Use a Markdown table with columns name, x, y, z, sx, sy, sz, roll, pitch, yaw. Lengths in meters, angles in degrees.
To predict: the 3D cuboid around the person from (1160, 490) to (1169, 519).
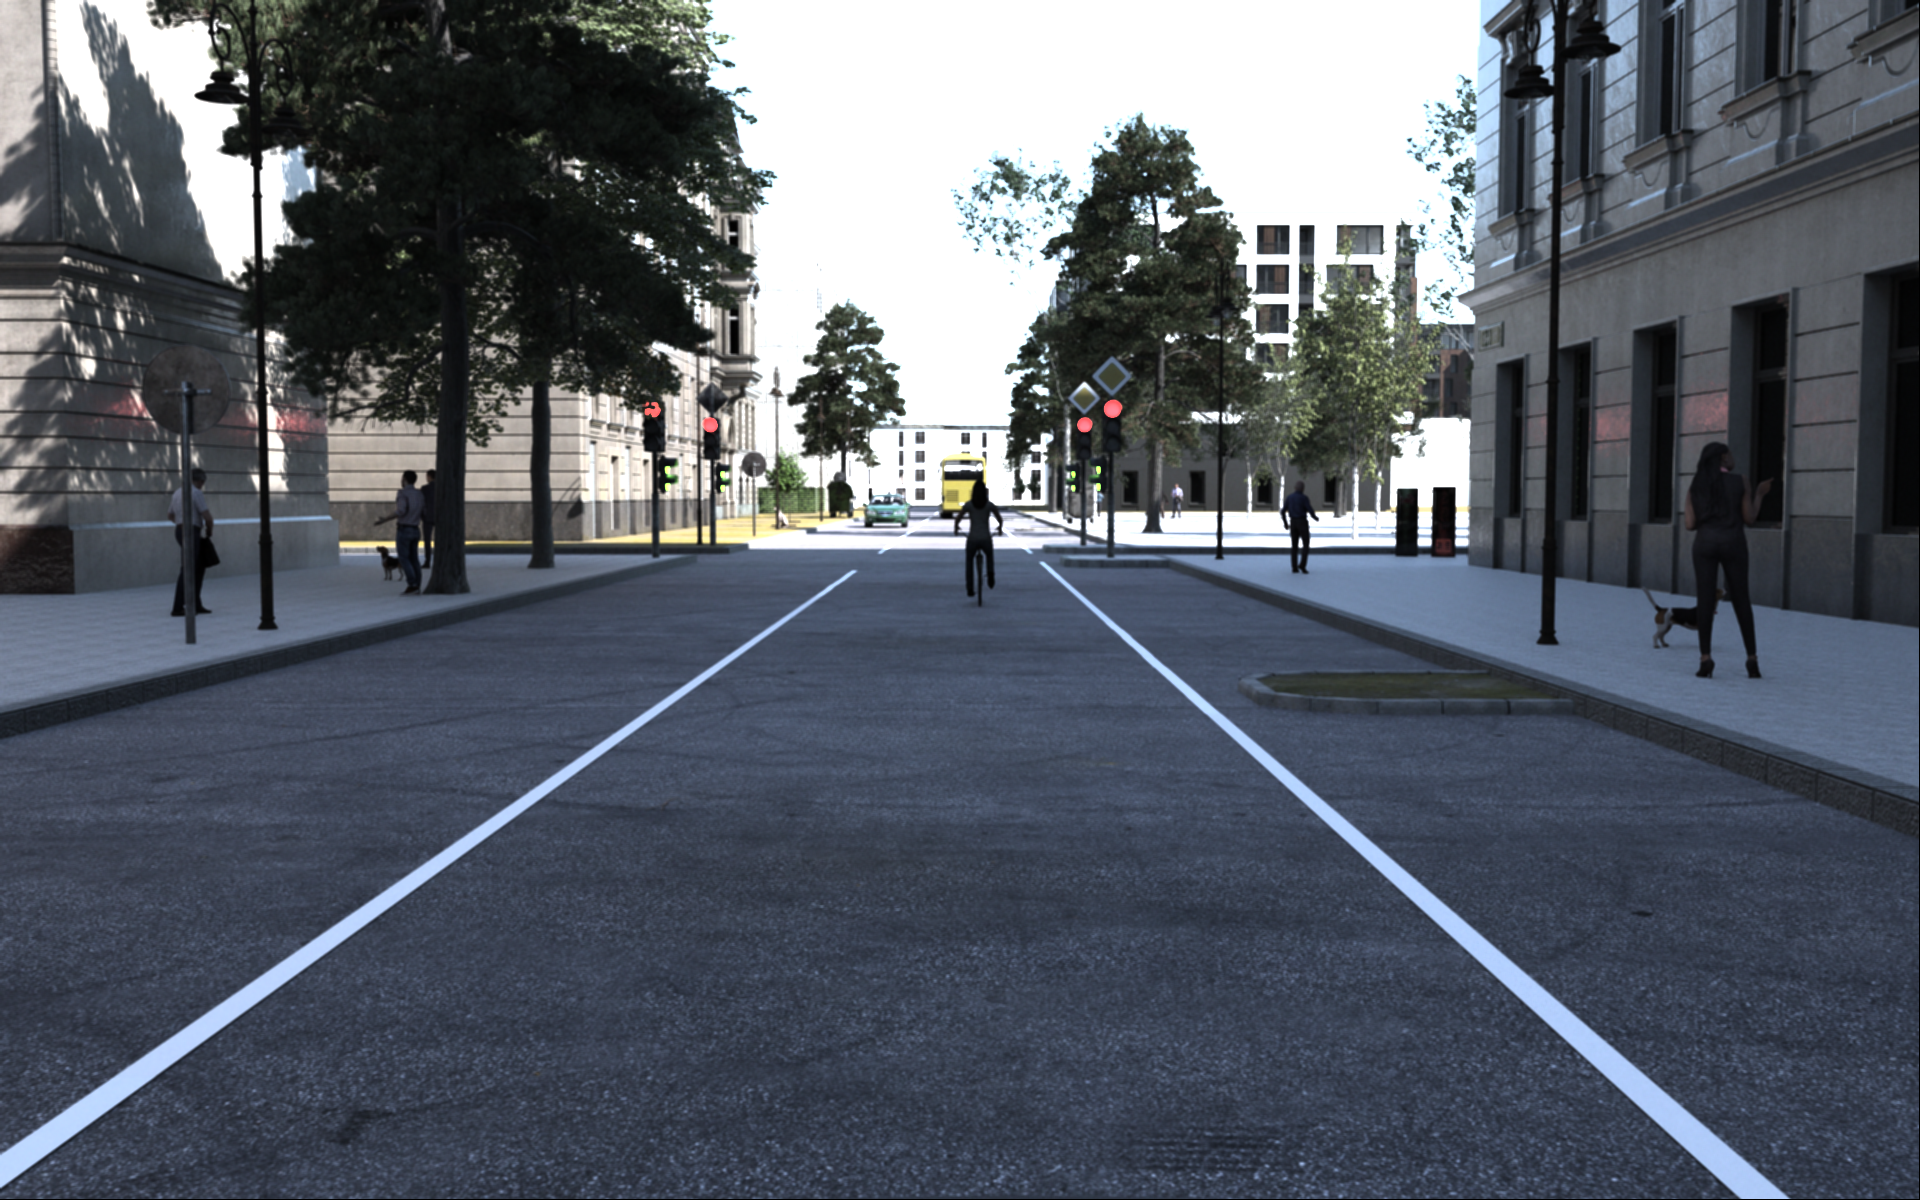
| name | x | y | z | sx | sy | sz | roll | pitch | yaw |
| --- | --- | --- | --- | --- | --- | --- | --- | --- | --- |
| person | 10.281 | -5.072 | 89.515 | 0.990 | 1.755 | 0.434 | 0 | 4 | 6 |

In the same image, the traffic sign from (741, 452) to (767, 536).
| name | x | y | z | sx | sy | sz | roll | pitch | yaw |
| --- | --- | --- | --- | --- | --- | --- | --- | --- | --- |
| traffic sign | -6.244 | -3.204 | 52.495 | 0.768 | 2.556 | 0.104 | 0 | 4 | 2 |

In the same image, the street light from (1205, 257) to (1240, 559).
| name | x | y | z | sx | sy | sz | roll | pitch | yaw |
| --- | --- | --- | --- | --- | --- | --- | --- | --- | --- |
| street light | 5.113 | -3.741 | 33.948 | 0.468 | 5.910 | 1.993 | 0 | 3 | 0 |

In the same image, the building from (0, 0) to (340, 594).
| name | x | y | z | sx | sy | sz | roll | pitch | yaw |
| --- | --- | --- | --- | --- | --- | --- | --- | --- | --- |
| building | -20.374 | -9.887 | 26.275 | 19.286 | 19.102 | 10.561 | 0 | 3 | 0 |

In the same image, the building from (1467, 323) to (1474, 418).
| name | x | y | z | sx | sy | sz | roll | pitch | yaw |
| --- | --- | --- | --- | --- | --- | --- | --- | --- | --- |
| building | 61.026 | -22.865 | 217.819 | 32.646 | 21.610 | 27.936 | 0 | 3 | 0 |

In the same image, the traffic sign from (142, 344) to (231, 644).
| name | x | y | z | sx | sy | sz | roll | pitch | yaw |
| --- | --- | --- | --- | --- | --- | --- | --- | --- | --- |
| traffic sign | -6.601 | -0.898 | 14.786 | 0.768 | 2.556 | 0.104 | 0 | 4 | 2 |

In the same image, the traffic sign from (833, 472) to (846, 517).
| name | x | y | z | sx | sy | sz | roll | pitch | yaw |
| --- | --- | --- | --- | --- | --- | --- | --- | --- | --- |
| traffic sign | -6.832 | -6.012 | 98.398 | 0.768 | 2.556 | 0.104 | 0 | 4 | 2 |

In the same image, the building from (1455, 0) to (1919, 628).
| name | x | y | z | sx | sy | sz | roll | pitch | yaw |
| --- | --- | --- | --- | --- | --- | --- | --- | --- | --- |
| building | 17.010 | -14.222 | 8.943 | 17.030 | 29.872 | 44.131 | 0 | 3 | 0 |

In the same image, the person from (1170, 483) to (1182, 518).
| name | x | y | z | sx | sy | sz | roll | pitch | yaw |
| --- | --- | --- | --- | --- | --- | --- | --- | --- | --- |
| person | 11.293 | -5.187 | 90.723 | 0.709 | 1.838 | 0.599 | 2 | 4 | 26 |

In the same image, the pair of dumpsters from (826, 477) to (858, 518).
| name | x | y | z | sx | sy | sz | roll | pitch | yaw |
| --- | --- | --- | --- | --- | --- | --- | --- | --- | --- |
| pair of dumpsters | -6.517 | -5.677 | 95.319 | 1.574 | 2.255 | 4.436 | 0 | 3 | 0 |

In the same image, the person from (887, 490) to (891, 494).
| name | x | y | z | sx | sy | sz | roll | pitch | yaw |
| --- | --- | --- | --- | --- | --- | --- | --- | --- | --- |
| person | -7.012 | -10.184 | 173.331 | 1.217 | 1.735 | 0.721 | -3 | 5 | -41 |

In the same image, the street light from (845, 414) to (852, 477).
| name | x | y | z | sx | sy | sz | roll | pitch | yaw |
| --- | --- | --- | --- | --- | --- | --- | --- | --- | --- |
| street light | -6.413 | -7.776 | 99.926 | 0.468 | 5.910 | 1.993 | 0 | 3 | 0 |

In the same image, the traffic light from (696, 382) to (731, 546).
| name | x | y | z | sx | sy | sz | roll | pitch | yaw |
| --- | --- | --- | --- | --- | --- | --- | --- | --- | --- |
| traffic light | -6.115 | -3.282 | 42.898 | 0.839 | 4.213 | 0.868 | 0 | 3 | 0 |

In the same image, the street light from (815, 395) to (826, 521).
| name | x | y | z | sx | sy | sz | roll | pitch | yaw |
| --- | --- | --- | --- | --- | --- | --- | --- | --- | --- |
| street light | -6.494 | -6.619 | 81.012 | 0.468 | 5.910 | 1.993 | 0 | 3 | 0 |

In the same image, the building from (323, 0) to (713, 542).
| name | x | y | z | sx | sy | sz | roll | pitch | yaw |
| --- | --- | --- | --- | --- | --- | --- | --- | --- | --- |
| building | -15.809 | -15.952 | 58.084 | 12.463 | 27.353 | 25.104 | 0 | 3 | 0 |

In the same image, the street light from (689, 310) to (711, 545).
| name | x | y | z | sx | sy | sz | roll | pitch | yaw |
| --- | --- | --- | --- | --- | --- | --- | --- | --- | --- |
| street light | -6.585 | -4.334 | 43.654 | 0.468 | 5.910 | 1.993 | 0 | 3 | 0 |

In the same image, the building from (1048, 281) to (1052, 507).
| name | x | y | z | sx | sy | sz | roll | pitch | yaw |
| --- | --- | --- | --- | --- | --- | --- | --- | --- | --- |
| building | 22.722 | -20.235 | 174.821 | 27.936 | 21.610 | 32.646 | 0 | 3 | 0 |

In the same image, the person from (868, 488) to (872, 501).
| name | x | y | z | sx | sy | sz | roll | pitch | yaw |
| --- | --- | --- | --- | --- | --- | --- | --- | --- | --- |
| person | -7.475 | -8.494 | 144.937 | 0.705 | 1.821 | 1.348 | -1 | 4 | -9 |

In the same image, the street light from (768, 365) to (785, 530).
| name | x | y | z | sx | sy | sz | roll | pitch | yaw |
| --- | --- | --- | --- | --- | --- | --- | --- | --- | --- |
| street light | -6.563 | -5.466 | 62.155 | 0.468 | 5.910 | 1.993 | 0 | 3 | 0 |

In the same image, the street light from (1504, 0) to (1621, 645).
| name | x | y | z | sx | sy | sz | roll | pitch | yaw |
| --- | --- | --- | --- | --- | --- | --- | --- | --- | --- |
| street light | 5.029 | -2.560 | 14.645 | 0.468 | 5.910 | 1.993 | 0 | 3 | 0 |

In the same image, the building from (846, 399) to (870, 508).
| name | x | y | z | sx | sy | sz | roll | pitch | yaw |
| --- | --- | --- | --- | --- | --- | --- | --- | --- | --- |
| building | -14.161 | -13.600 | 164.513 | 9.099 | 9.664 | 28.070 | 0 | 3 | 0 |

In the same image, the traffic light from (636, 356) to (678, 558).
| name | x | y | z | sx | sy | sz | roll | pitch | yaw |
| --- | --- | --- | --- | --- | --- | --- | --- | --- | --- |
| traffic light | -6.133 | -2.793 | 34.913 | 0.839 | 4.213 | 0.868 | 0 | 3 | 0 |

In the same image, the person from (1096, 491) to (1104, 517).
| name | x | y | z | sx | sy | sz | roll | pitch | yaw |
| --- | --- | --- | --- | --- | --- | --- | --- | --- | --- |
| person | 7.626 | -5.308 | 95.044 | 0.429 | 1.552 | 0.499 | -1 | 4 | -19 |

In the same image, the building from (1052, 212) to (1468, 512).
| name | x | y | z | sx | sy | sz | roll | pitch | yaw |
| --- | --- | --- | --- | --- | --- | --- | --- | --- | --- |
| building | 22.615 | -18.233 | 142.082 | 27.936 | 21.610 | 32.646 | 0 | 3 | 0 |

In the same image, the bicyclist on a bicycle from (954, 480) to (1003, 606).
| name | x | y | z | sx | sy | sz | roll | pitch | yaw |
| --- | --- | --- | --- | --- | --- | --- | --- | --- | --- |
| bicyclist on a bicycle | 0.252 | -0.769 | 22.601 | 1.499 | 1.676 | 1.625 | 0 | 4 | 1 |

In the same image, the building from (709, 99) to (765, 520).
| name | x | y | z | sx | sy | sz | roll | pitch | yaw |
| --- | --- | --- | --- | --- | --- | --- | --- | --- | --- |
| building | -17.457 | -16.449 | 88.026 | 14.460 | 24.649 | 34.723 | 0 | 3 | 0 |

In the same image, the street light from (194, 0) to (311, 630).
| name | x | y | z | sx | sy | sz | roll | pitch | yaw |
| --- | --- | --- | --- | --- | --- | --- | --- | --- | --- |
| street light | -6.576 | -2.660 | 16.275 | 0.468 | 5.910 | 1.993 | 0 | 3 | 0 |

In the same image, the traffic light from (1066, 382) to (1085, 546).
| name | x | y | z | sx | sy | sz | roll | pitch | yaw |
| --- | --- | --- | --- | --- | --- | --- | --- | --- | --- |
| traffic light | 3.046 | -3.281 | 42.894 | 0.839 | 4.213 | 0.868 | 0 | 3 | 0 |

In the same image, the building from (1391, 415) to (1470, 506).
| name | x | y | z | sx | sy | sz | roll | pitch | yaw |
| --- | --- | --- | --- | --- | --- | --- | --- | --- | --- |
| building | 52.856 | -15.012 | 187.585 | 28.070 | 9.664 | 9.099 | 0 | 3 | 0 |

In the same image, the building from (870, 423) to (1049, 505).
| name | x | y | z | sx | sy | sz | roll | pitch | yaw |
| --- | --- | --- | --- | --- | --- | --- | --- | --- | --- |
| building | -1.995 | -16.391 | 210.133 | 28.070 | 9.664 | 9.099 | 0 | 3 | 0 |

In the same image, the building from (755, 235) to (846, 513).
| name | x | y | z | sx | sy | sz | roll | pitch | yaw |
| --- | --- | --- | --- | --- | --- | --- | --- | --- | --- |
| building | -18.274 | -16.380 | 134.278 | 16.747 | 18.905 | 31.486 | 0 | 3 | 0 |

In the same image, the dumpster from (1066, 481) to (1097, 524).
| name | x | y | z | sx | sy | sz | roll | pitch | yaw |
| --- | --- | --- | --- | --- | --- | --- | --- | --- | --- |
| dumpster | 5.269 | -4.235 | 74.994 | 1.264 | 1.857 | 1.865 | 0 | 4 | 0 |

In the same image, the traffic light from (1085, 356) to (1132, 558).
| name | x | y | z | sx | sy | sz | roll | pitch | yaw |
| --- | --- | --- | --- | --- | --- | --- | --- | --- | --- |
| traffic light | 3.029 | -2.793 | 34.909 | 0.839 | 4.213 | 0.868 | 0 | 3 | 0 |

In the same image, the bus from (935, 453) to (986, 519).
| name | x | y | z | sx | sy | sz | roll | pitch | yaw |
| --- | --- | --- | --- | --- | --- | --- | --- | --- | --- |
| bus | 0.034 | -6.869 | 103.856 | 2.896 | 3.916 | 12.252 | 0 | 4 | -2 |

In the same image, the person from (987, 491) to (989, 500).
| name | x | y | z | sx | sy | sz | roll | pitch | yaw |
| --- | --- | --- | --- | --- | --- | --- | --- | --- | --- |
| person | 2.302 | -8.457 | 147.715 | 0.436 | 1.711 | 0.756 | 3 | 5 | 42 |
